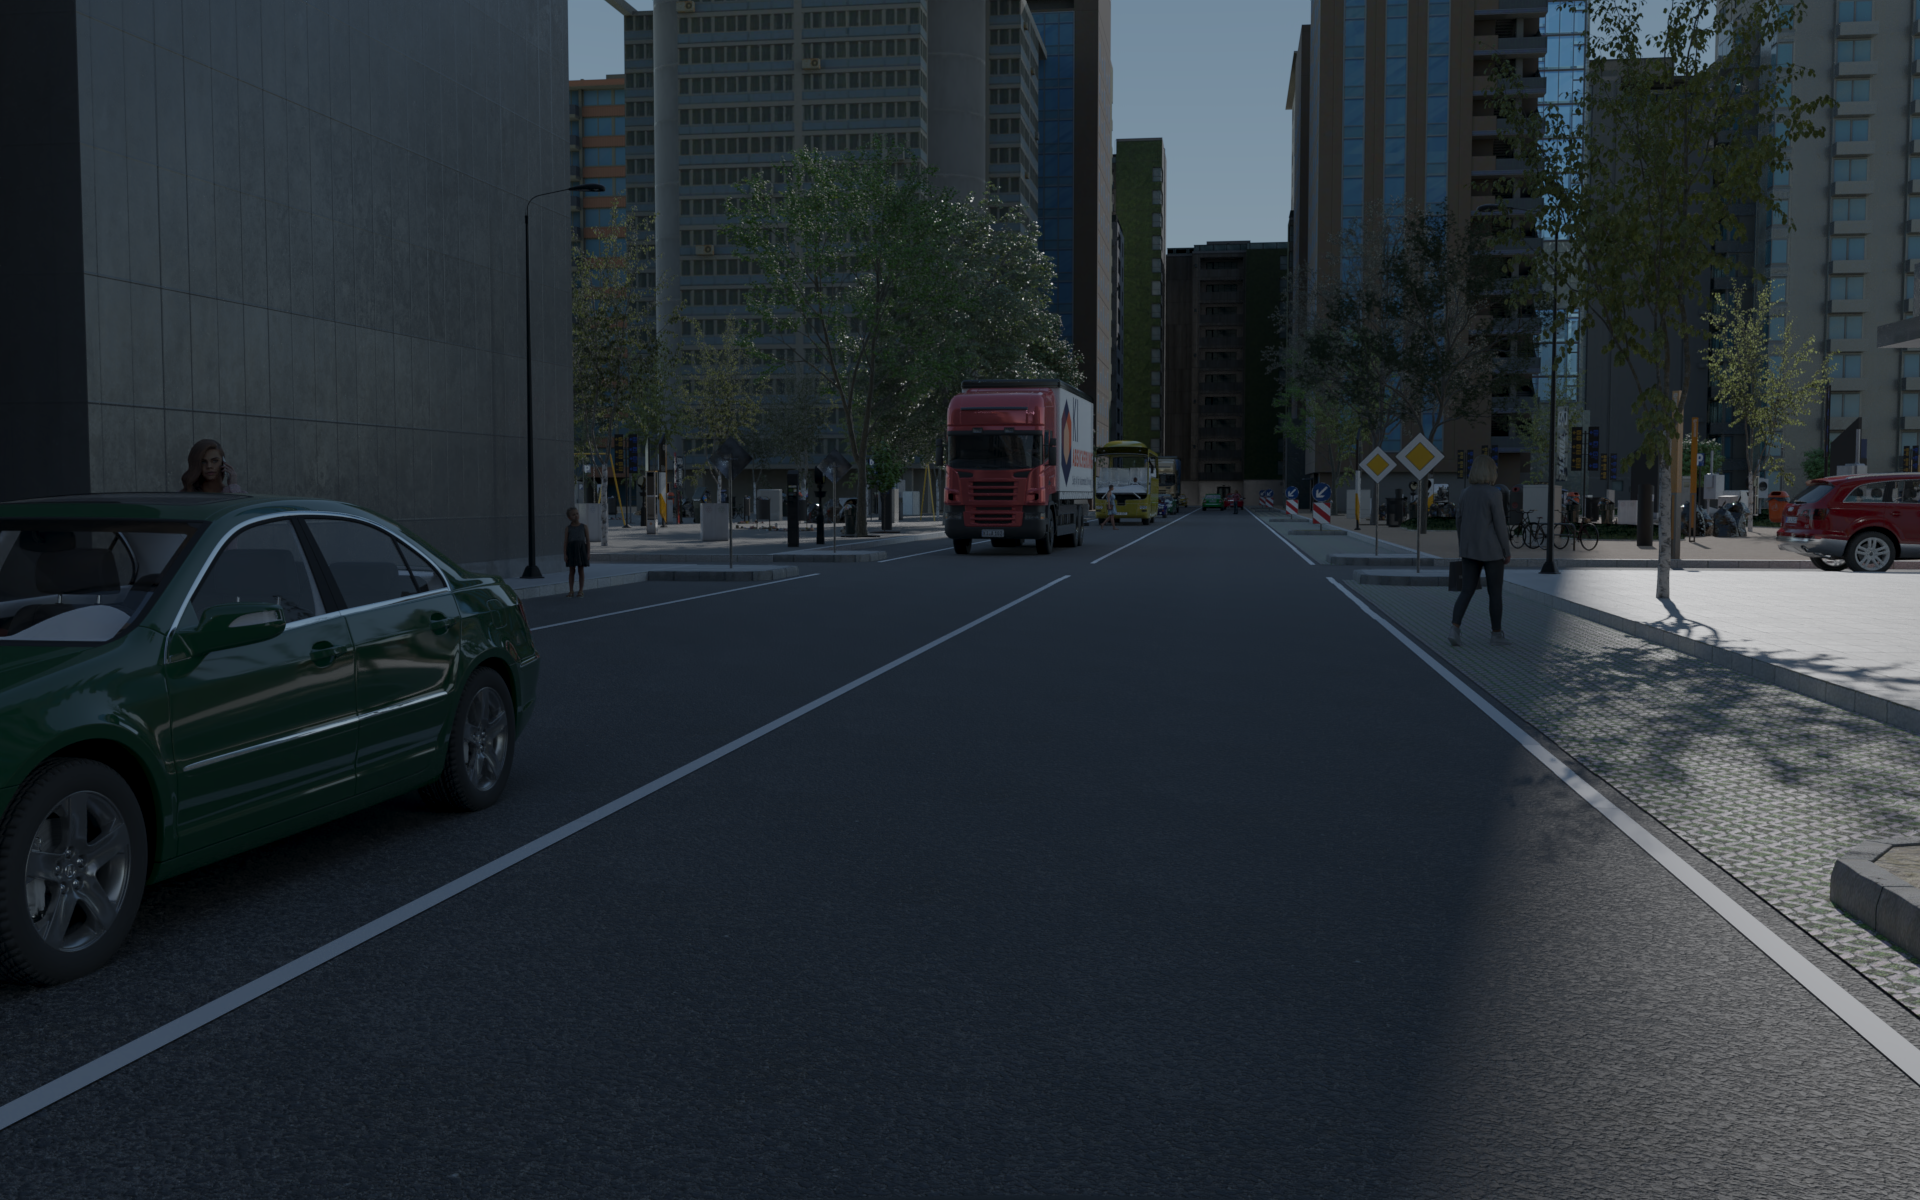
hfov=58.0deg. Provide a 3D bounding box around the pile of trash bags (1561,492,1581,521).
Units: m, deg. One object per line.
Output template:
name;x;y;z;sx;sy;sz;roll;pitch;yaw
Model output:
pile of trash bags;26.326;-4.116;77.056;3.447;1.369;1.912;-2;4;-32

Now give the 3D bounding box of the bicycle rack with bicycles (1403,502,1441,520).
bicycle rack with bicycles;22.489;-4.301;83.704;2.852;0.926;2.925;0;4;1

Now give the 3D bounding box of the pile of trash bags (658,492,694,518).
pile of trash bags;-15.804;-5.248;95.550;1.912;1.369;3.447;-1;4;-17

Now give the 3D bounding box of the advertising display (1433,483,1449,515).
advertising display;28.408;-5.942;102.365;0.974;1.923;0.123;0;4;-7

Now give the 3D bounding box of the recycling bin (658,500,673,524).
recycling bin;-13.061;-3.871;75.843;0.722;1.027;0.722;2;4;24

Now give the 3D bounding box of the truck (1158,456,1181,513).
truck;15.257;-8.671;130.681;2.839;4.237;11.283;1;4;9

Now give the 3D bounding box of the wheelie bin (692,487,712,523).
wheelie bin;-11.365;-4.187;76.367;0.980;1.594;0.693;3;5;44

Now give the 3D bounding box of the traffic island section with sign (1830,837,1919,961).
traffic island section with sign;3.967;0.195;5.446;1.989;1.847;2.006;1;4;9

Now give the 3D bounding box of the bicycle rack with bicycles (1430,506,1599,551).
bicycle rack with bicycles;12.920;-1.628;39.994;2.852;0.926;2.925;-1;4;-13

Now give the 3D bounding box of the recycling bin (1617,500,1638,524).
recycling bin;26.924;-3.506;69.872;0.722;1.027;0.722;1;4;19

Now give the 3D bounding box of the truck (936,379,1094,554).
truck;1.643;-3.408;44.627;2.839;4.237;11.283;1;4;10

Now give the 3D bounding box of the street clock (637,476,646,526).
street clock;-12.576;-3.930;68.827;0.471;2.002;0.358;2;4;28

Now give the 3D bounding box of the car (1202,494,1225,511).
car;21.731;-8.551;148.600;1.959;1.807;4.718;1;4;10

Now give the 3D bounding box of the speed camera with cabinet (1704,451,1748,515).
speed camera with cabinet;34.700;-5.142;78.403;0.660;3.252;2.038;-2;4;-25

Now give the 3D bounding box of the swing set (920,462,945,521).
swing set;-0.086;-5.263;83.674;3.119;2.851;2.862;-1;4;-15

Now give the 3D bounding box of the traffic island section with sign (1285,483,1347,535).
traffic island section with sign;12.523;-3.185;60.711;1.989;1.847;2.006;1;4;9

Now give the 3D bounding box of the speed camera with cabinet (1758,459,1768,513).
speed camera with cabinet;44.979;-6.384;98.713;2.038;3.252;0.660;-1;4;-10

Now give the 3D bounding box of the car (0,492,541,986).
car;-3.251;0.314;6.670;2.131;1.459;4.920;1;4;9

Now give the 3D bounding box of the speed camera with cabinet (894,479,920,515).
speed camera with cabinet;-3.306;-6.798;105.480;0.660;3.252;2.038;-3;5;-41

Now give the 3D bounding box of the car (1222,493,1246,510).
car;24.890;-9.083;157.547;2.155;1.783;4.494;1;4;9

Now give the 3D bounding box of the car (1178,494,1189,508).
car;23.477;-10.720;185.496;2.015;1.641;3.980;1;4;9

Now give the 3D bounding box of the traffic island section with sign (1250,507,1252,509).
traffic island section with sign;28.485;-9.486;163.727;1.989;1.847;2.006;1;4;9

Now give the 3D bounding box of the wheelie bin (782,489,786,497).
wheelie bin;-11.175;-6.044;106.726;0.980;1.594;0.693;1;4;11

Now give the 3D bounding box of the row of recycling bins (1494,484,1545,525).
row of recycling bins;22.651;-3.939;71.515;3.534;1.692;1.069;3;4;38

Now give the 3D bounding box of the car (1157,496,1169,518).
car;11.654;-5.637;104.744;1.945;1.354;3.894;0;4;8

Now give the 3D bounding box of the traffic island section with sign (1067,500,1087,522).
traffic island section with sign;5.510;-4.920;89.072;1.989;1.847;2.006;1;4;9

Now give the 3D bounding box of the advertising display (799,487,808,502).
advertising display;-10.448;-6.655;114.030;0.974;1.923;0.123;-2;4;-28

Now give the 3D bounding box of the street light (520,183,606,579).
street light;-5.983;-3.276;26.110;1.470;5.913;1.316;1;4;9

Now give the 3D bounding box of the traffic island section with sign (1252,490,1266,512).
traffic island section with sign;24.299;-7.834;136.721;1.989;1.847;2.006;1;4;9

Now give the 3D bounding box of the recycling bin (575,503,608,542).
recycling bin;-9.954;-2.079;46.552;0.722;1.027;0.722;3;4;39

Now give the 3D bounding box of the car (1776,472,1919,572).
car;17.579;-1.371;31.086;5.304;1.827;2.281;0;4;7

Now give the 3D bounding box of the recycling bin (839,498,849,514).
recycling bin;-7.377;-6.071;111.819;0.722;1.027;0.722;1;4;10

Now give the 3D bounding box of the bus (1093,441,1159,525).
bus;8.087;-5.616;83.361;2.896;3.916;12.252;1;4;8

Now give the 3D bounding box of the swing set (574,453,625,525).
swing set;-14.847;-4.203;66.343;3.119;2.851;2.862;1;4;13

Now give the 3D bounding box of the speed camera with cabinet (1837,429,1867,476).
speed camera with cabinet;27.918;-3.607;53.305;2.038;3.252;0.660;-2;4;-24

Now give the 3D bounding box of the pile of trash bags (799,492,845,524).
pile of trash bags;-6.136;-4.070;76.301;1.912;1.369;3.447;3;5;44

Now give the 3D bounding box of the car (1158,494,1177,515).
car;13.987;-6.611;119.888;2.131;1.459;4.920;1;4;10

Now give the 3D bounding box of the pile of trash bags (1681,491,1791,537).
pile of trash bags;23.283;-2.594;52.169;1.912;1.369;3.447;-3;4;-37

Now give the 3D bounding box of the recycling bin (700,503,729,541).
recycling bin;-6.721;-2.131;47.402;0.722;1.027;0.722;-1;4;-13

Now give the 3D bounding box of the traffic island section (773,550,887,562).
traffic island section;-2.759;-0.952;37.848;2.009;0.180;2.903;1;4;9

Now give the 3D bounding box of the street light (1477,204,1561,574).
street light;8.971;-3.381;27.827;1.470;5.913;1.316;1;4;9

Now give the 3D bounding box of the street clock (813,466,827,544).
street clock;-3.567;-2.425;44.212;0.358;2.002;0.471;0;4;5

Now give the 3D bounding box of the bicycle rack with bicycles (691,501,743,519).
bicycle rack with bicycles;-12.334;-4.669;89.721;2.925;0.926;2.852;-3;5;-41

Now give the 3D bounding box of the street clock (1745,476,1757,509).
street clock;32.330;-4.052;70.817;0.471;2.002;0.358;-2;4;-33

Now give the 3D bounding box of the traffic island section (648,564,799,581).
traffic island section;-3.981;-0.469;29.956;2.009;0.180;2.903;1;4;9

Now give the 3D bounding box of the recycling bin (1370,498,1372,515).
recycling bin;24.741;-5.666;105.186;0.722;1.027;0.722;-1;4;-10

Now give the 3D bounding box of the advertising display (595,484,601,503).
advertising display;-22.314;-6.227;107.024;0.123;1.923;0.974;0;4;8

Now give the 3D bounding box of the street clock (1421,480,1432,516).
street clock;22.918;-4.928;85.147;0.471;2.002;0.358;0;4;2

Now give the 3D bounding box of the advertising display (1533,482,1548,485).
advertising display;30.874;-5.293;91.752;0.974;1.923;0.123;0;4;7

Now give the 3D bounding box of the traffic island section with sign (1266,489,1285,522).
traffic island section with sign;16.857;-4.897;88.686;1.989;1.847;2.006;1;4;9

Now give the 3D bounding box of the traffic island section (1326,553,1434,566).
traffic island section;8.695;-0.844;36.076;2.009;0.180;2.903;1;4;9

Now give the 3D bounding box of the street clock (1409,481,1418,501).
street clock;25.756;-5.742;98.449;0.471;2.002;0.358;-1;4;-17

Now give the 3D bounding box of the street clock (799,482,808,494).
street clock;-8.899;-5.737;98.362;0.471;2.002;0.358;2;4;27

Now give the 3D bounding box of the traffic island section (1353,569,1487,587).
traffic island section;7.474;-0.361;28.185;2.009;0.180;2.903;1;4;9
